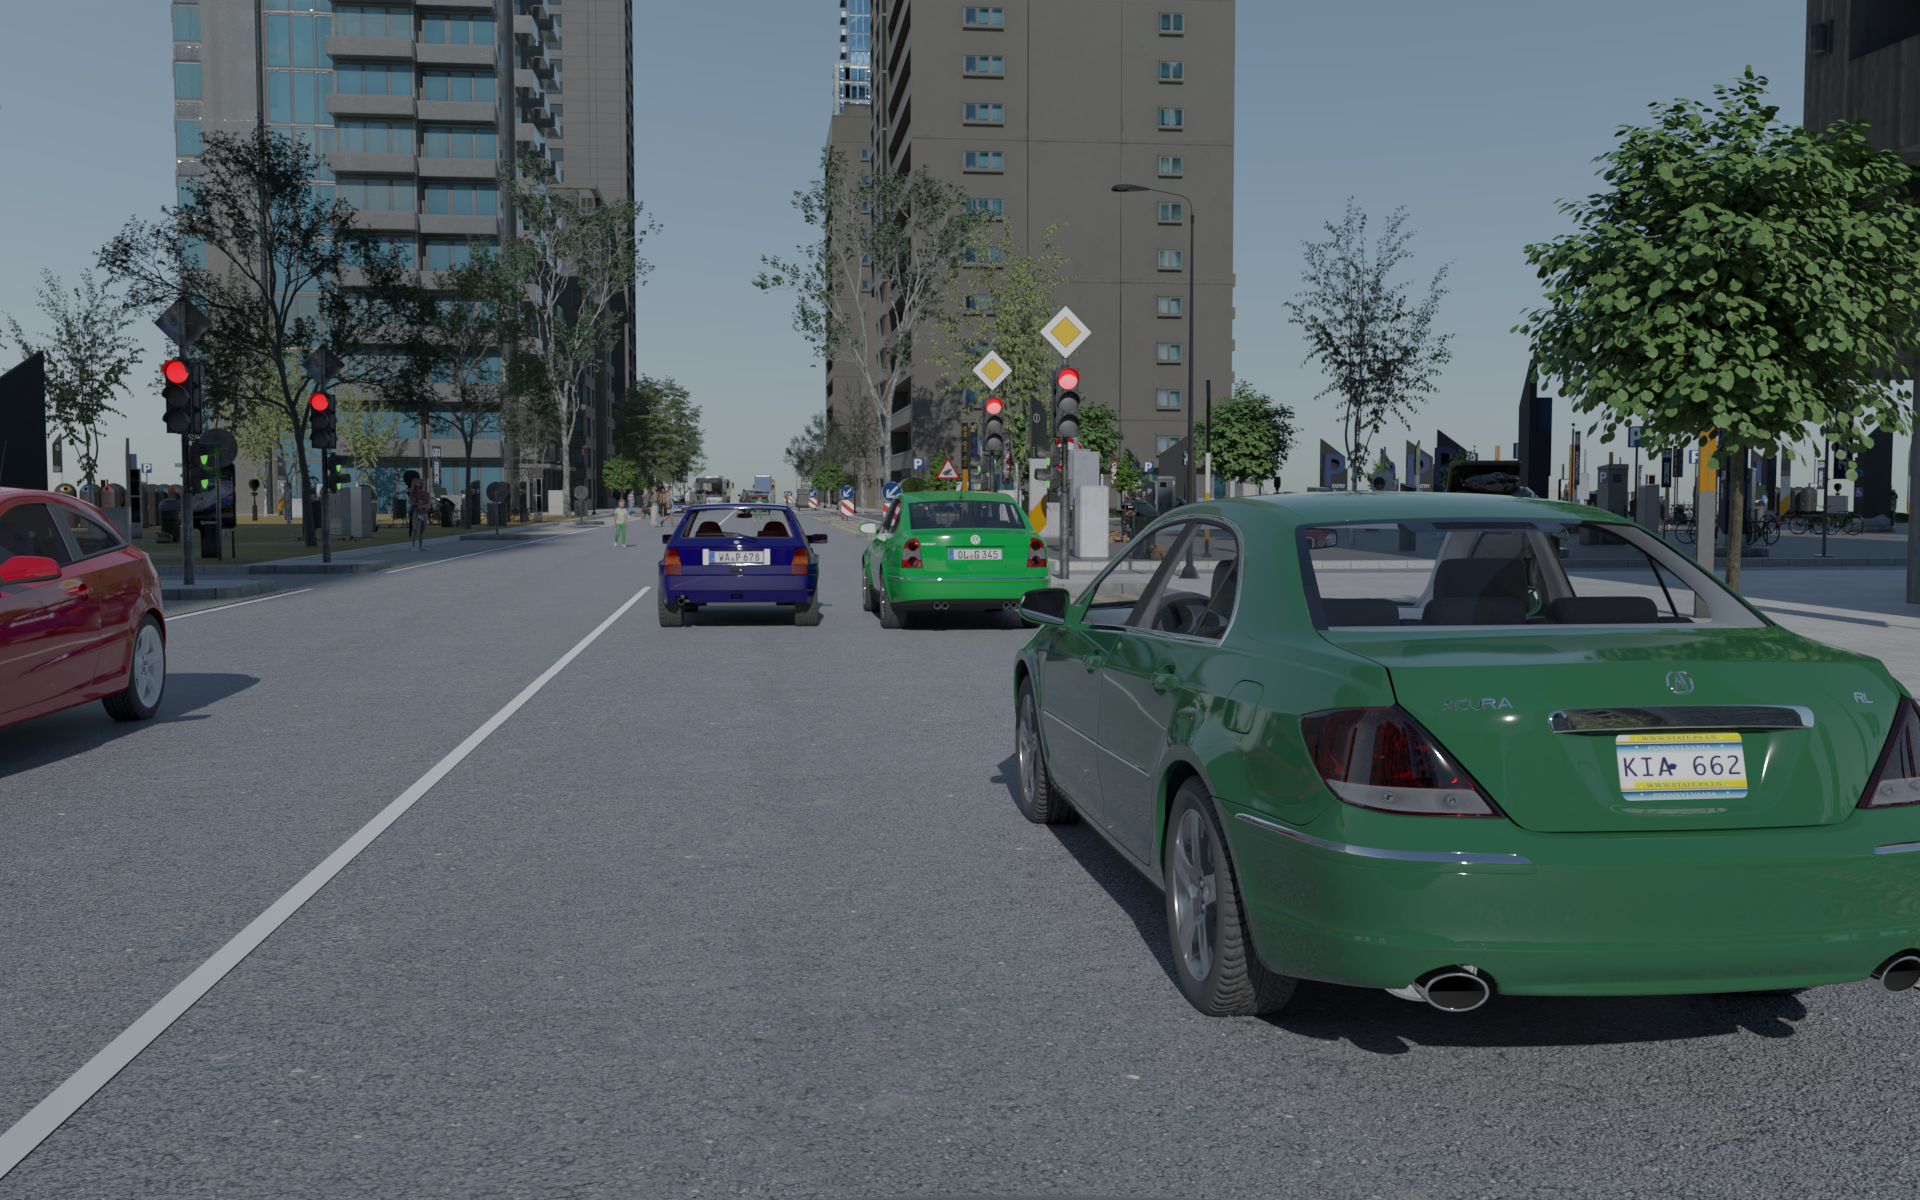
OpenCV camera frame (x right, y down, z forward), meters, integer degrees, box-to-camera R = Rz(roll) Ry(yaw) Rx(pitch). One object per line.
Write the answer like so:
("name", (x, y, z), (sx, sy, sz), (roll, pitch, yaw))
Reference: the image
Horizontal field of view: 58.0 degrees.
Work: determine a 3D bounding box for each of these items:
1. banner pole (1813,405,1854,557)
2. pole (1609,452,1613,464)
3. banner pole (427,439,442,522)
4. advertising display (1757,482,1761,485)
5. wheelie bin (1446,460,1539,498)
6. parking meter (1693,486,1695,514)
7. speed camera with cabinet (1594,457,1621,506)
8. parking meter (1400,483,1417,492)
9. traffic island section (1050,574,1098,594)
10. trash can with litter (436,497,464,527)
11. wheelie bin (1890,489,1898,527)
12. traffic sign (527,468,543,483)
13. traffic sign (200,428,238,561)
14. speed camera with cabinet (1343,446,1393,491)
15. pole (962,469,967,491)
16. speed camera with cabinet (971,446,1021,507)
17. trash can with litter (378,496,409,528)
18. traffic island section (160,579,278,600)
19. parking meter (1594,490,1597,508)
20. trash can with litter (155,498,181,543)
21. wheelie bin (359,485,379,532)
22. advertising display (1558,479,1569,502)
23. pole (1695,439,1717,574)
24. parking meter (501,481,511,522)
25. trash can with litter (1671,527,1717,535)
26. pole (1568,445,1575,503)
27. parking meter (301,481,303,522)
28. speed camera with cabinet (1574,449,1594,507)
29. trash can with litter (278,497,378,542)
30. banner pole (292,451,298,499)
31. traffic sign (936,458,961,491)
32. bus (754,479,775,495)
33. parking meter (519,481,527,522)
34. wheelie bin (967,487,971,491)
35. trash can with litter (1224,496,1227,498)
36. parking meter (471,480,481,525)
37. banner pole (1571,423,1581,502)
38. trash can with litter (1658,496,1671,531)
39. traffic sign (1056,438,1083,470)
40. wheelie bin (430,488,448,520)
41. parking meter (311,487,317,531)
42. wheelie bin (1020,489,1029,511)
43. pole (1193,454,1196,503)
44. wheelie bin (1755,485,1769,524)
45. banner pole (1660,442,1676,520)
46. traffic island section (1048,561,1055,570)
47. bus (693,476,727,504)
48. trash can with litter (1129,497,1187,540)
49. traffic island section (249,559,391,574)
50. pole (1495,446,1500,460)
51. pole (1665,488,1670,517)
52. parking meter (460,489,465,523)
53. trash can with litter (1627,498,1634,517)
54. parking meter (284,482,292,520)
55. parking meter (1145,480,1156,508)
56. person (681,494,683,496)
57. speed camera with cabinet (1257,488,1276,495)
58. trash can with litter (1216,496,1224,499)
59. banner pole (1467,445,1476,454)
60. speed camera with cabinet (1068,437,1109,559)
("banner pole", (17.975, -2.783, 35.525), (0.863, 3.779, 0.401), (-1, 4, -13))
("pole", (31.394, -5.489, 83.585), (0.158, 3.312, 0.155), (0, 3, 0))
("banner pole", (-24.017, -5.445, 79.044), (0.401, 3.779, 0.863), (3, 5, 41))
("advertising display", (42.986, -5.365, 92.930), (0.974, 1.923, 0.123), (-3, 5, -43))
("wheelie bin", (4.944, -0.508, 16.221), (0.980, 1.594, 0.693), (0, 4, 5))
("parking meter", (46.001, -6.268, 108.191), (0.399, 1.863, 0.255), (0, 4, 3))
("speed camera with cabinet", (34.591, -6.023, 92.809), (2.038, 3.252, 0.660), (3, 5, 42))
("parking meter", (10.172, -1.891, 39.331), (0.372, 1.533, 0.369), (0, 3, 0))
("traffic island section", (1.591, -0.232, 26.070), (2.009, 0.180, 2.903), (0, 4, -7))
("trash can with litter", (-19.624, -3.387, 66.759), (0.624, 1.170, 1.055), (2, 4, 33))
("wheelie bin", (34.012, -3.410, 63.668), (0.980, 1.594, 0.693), (-1, 4, -19))
("traffic sign", (-20.435, -5.092, 83.364), (0.768, 2.556, 0.104), (0, 4, -2))
("traffic sign", (-14.290, -2.034, 33.366), (0.768, 2.556, 0.104), (0, 4, -3))
("speed camera with cabinet", (16.984, -4.765, 72.247), (2.038, 3.252, 0.660), (3, 5, 41))
("pole", (0.160, -4.046, 59.991), (0.158, 3.312, 0.155), (0, 3, 0))
("speed camera with cabinet", (1.504, -4.759, 72.150), (2.038, 3.252, 0.660), (-1, 4, -14))
("trash can with litter", (-21.687, -3.355, 65.905), (2.233, 1.210, 1.678), (0, 4, -2))
("traffic island section", (-10.963, -0.141, 24.586), (2.009, 0.180, 2.903), (0, 4, -7))
("parking meter", (25.074, -3.640, 67.918), (0.372, 1.533, 0.369), (0, 3, 0))
("trash can with litter", (-20.687, -2.078, 45.354), (0.624, 1.170, 1.055), (-1, 4, -11))
("wheelie bin", (-20.044, -3.081, 58.285), (0.693, 1.594, 0.980), (1, 4, 13))
("advertising display", (25.529, -4.149, 73.050), (0.974, 1.923, 0.123), (-3, 5, -41))
("pole", (7.696, -1.468, 17.844), (0.158, 3.312, 0.155), (0, 3, 0))
("parking meter", (-20.541, -4.442, 78.331), (0.399, 1.863, 0.255), (1, 4, 13))
("trash can with litter", (23.650, -2.671, 54.725), (1.678, 1.210, 2.233), (2, 4, 32))
("pole", (25.201, -4.744, 71.401), (0.158, 3.312, 0.155), (0, 3, 0))
("parking meter", (-29.647, -4.459, 78.613), (0.255, 1.863, 0.399), (2, 4, 24))
("speed camera with cabinet", (27.331, -5.054, 76.975), (0.660, 3.252, 2.038), (0, 4, 0))
("trash can with litter", (-17.387, -2.229, 47.504), (2.233, 1.210, 1.678), (0, 4, -5))
("banner pole", (-38.998, -6.824, 101.588), (0.401, 3.779, 0.863), (-3, 5, -43))
("traffic sign", (-0.422, -3.755, 61.399), (0.884, 2.594, 0.081), (0, 4, 1))
("bus", (-28.469, -15.961, 252.514), (2.896, 3.916, 12.252), (-1, 4, -9))
("parking meter", (-19.853, -4.466, 78.730), (0.255, 1.863, 0.399), (0, 4, 0))
("wheelie bin", (0.568, -4.408, 79.979), (0.693, 1.594, 0.980), (-1, 4, -18))
("trash can with litter", (15.902, -5.560, 101.963), (2.233, 1.210, 1.678), (1, 4, 8))
("parking meter", (-20.375, -4.106, 72.850), (0.255, 1.863, 0.399), (1, 4, 18))
("banner pole", (21.533, -4.320, 60.642), (0.401, 3.779, 0.863), (0, 4, -4))
("trash can with litter", (24.473, -3.089, 61.563), (2.233, 1.210, 1.678), (0, 4, 5))
("traffic sign", (2.372, -2.357, 38.636), (0.768, 2.556, 0.104), (0, 4, 2))
("wheelie bin", (-25.378, -4.676, 84.369), (0.980, 1.594, 0.693), (-3, 4, -36))
("parking meter", (-22.458, -3.147, 59.870), (0.372, 1.533, 0.369), (0, 3, 0))
("wheelie bin", (3.621, -5.616, 99.737), (0.693, 1.594, 0.980), (-1, 4, -17))
("pole", (8.393, -4.187, 62.305), (0.158, 3.312, 0.155), (0, 3, 0))
("wheelie bin", (28.695, -3.339, 62.497), (0.693, 1.594, 0.980), (-3, 5, -42))
("banner pole", (33.738, -5.644, 82.299), (0.863, 3.779, 0.401), (1, 4, 13))
("traffic island section", (0.647, -0.717, 33.999), (2.009, 0.180, 2.903), (0, 4, -7))
("bus", (-24.061, -10.565, 167.600), (2.948, 3.499, 13.247), (0, 4, -6))
("trash can with litter", (3.799, -1.380, 33.953), (0.624, 1.170, 1.055), (-3, 4, -36))
("traffic island section", (-11.907, -0.626, 32.516), (2.009, 0.180, 2.903), (0, 4, -7))
("pole", (22.594, -4.833, 72.867), (0.158, 3.312, 0.155), (0, 3, 0))
("pole", (36.280, -5.809, 88.820), (0.158, 3.312, 0.155), (0, 3, 0))
("parking meter", (-21.616, -4.110, 75.609), (0.372, 1.533, 0.369), (0, 3, 0))
("trash can with litter", (37.981, -5.311, 98.221), (1.055, 1.170, 0.624), (1, 4, 14))
("parking meter", (-32.972, -4.849, 84.994), (0.255, 1.863, 0.399), (0, 4, 3))
("parking meter", (7.927, -4.059, 72.081), (0.399, 1.863, 0.255), (1, 4, 18))
("person", (-31.503, -11.301, 196.499), (0.991, 1.433, 0.599), (1, 4, 11))
("speed camera with cabinet", (18.363, -6.764, 104.933), (0.660, 3.252, 2.038), (-1, 4, -23))
("trash can with litter", (13.335, -4.821, 90.203), (1.055, 1.170, 0.624), (-3, 4, -36))
("banner pole", (26.128, -6.032, 88.645), (0.863, 3.779, 0.401), (-2, 4, -25))
("speed camera with cabinet", (2.614, -2.495, 35.130), (0.660, 3.252, 2.038), (0, 4, -3))
